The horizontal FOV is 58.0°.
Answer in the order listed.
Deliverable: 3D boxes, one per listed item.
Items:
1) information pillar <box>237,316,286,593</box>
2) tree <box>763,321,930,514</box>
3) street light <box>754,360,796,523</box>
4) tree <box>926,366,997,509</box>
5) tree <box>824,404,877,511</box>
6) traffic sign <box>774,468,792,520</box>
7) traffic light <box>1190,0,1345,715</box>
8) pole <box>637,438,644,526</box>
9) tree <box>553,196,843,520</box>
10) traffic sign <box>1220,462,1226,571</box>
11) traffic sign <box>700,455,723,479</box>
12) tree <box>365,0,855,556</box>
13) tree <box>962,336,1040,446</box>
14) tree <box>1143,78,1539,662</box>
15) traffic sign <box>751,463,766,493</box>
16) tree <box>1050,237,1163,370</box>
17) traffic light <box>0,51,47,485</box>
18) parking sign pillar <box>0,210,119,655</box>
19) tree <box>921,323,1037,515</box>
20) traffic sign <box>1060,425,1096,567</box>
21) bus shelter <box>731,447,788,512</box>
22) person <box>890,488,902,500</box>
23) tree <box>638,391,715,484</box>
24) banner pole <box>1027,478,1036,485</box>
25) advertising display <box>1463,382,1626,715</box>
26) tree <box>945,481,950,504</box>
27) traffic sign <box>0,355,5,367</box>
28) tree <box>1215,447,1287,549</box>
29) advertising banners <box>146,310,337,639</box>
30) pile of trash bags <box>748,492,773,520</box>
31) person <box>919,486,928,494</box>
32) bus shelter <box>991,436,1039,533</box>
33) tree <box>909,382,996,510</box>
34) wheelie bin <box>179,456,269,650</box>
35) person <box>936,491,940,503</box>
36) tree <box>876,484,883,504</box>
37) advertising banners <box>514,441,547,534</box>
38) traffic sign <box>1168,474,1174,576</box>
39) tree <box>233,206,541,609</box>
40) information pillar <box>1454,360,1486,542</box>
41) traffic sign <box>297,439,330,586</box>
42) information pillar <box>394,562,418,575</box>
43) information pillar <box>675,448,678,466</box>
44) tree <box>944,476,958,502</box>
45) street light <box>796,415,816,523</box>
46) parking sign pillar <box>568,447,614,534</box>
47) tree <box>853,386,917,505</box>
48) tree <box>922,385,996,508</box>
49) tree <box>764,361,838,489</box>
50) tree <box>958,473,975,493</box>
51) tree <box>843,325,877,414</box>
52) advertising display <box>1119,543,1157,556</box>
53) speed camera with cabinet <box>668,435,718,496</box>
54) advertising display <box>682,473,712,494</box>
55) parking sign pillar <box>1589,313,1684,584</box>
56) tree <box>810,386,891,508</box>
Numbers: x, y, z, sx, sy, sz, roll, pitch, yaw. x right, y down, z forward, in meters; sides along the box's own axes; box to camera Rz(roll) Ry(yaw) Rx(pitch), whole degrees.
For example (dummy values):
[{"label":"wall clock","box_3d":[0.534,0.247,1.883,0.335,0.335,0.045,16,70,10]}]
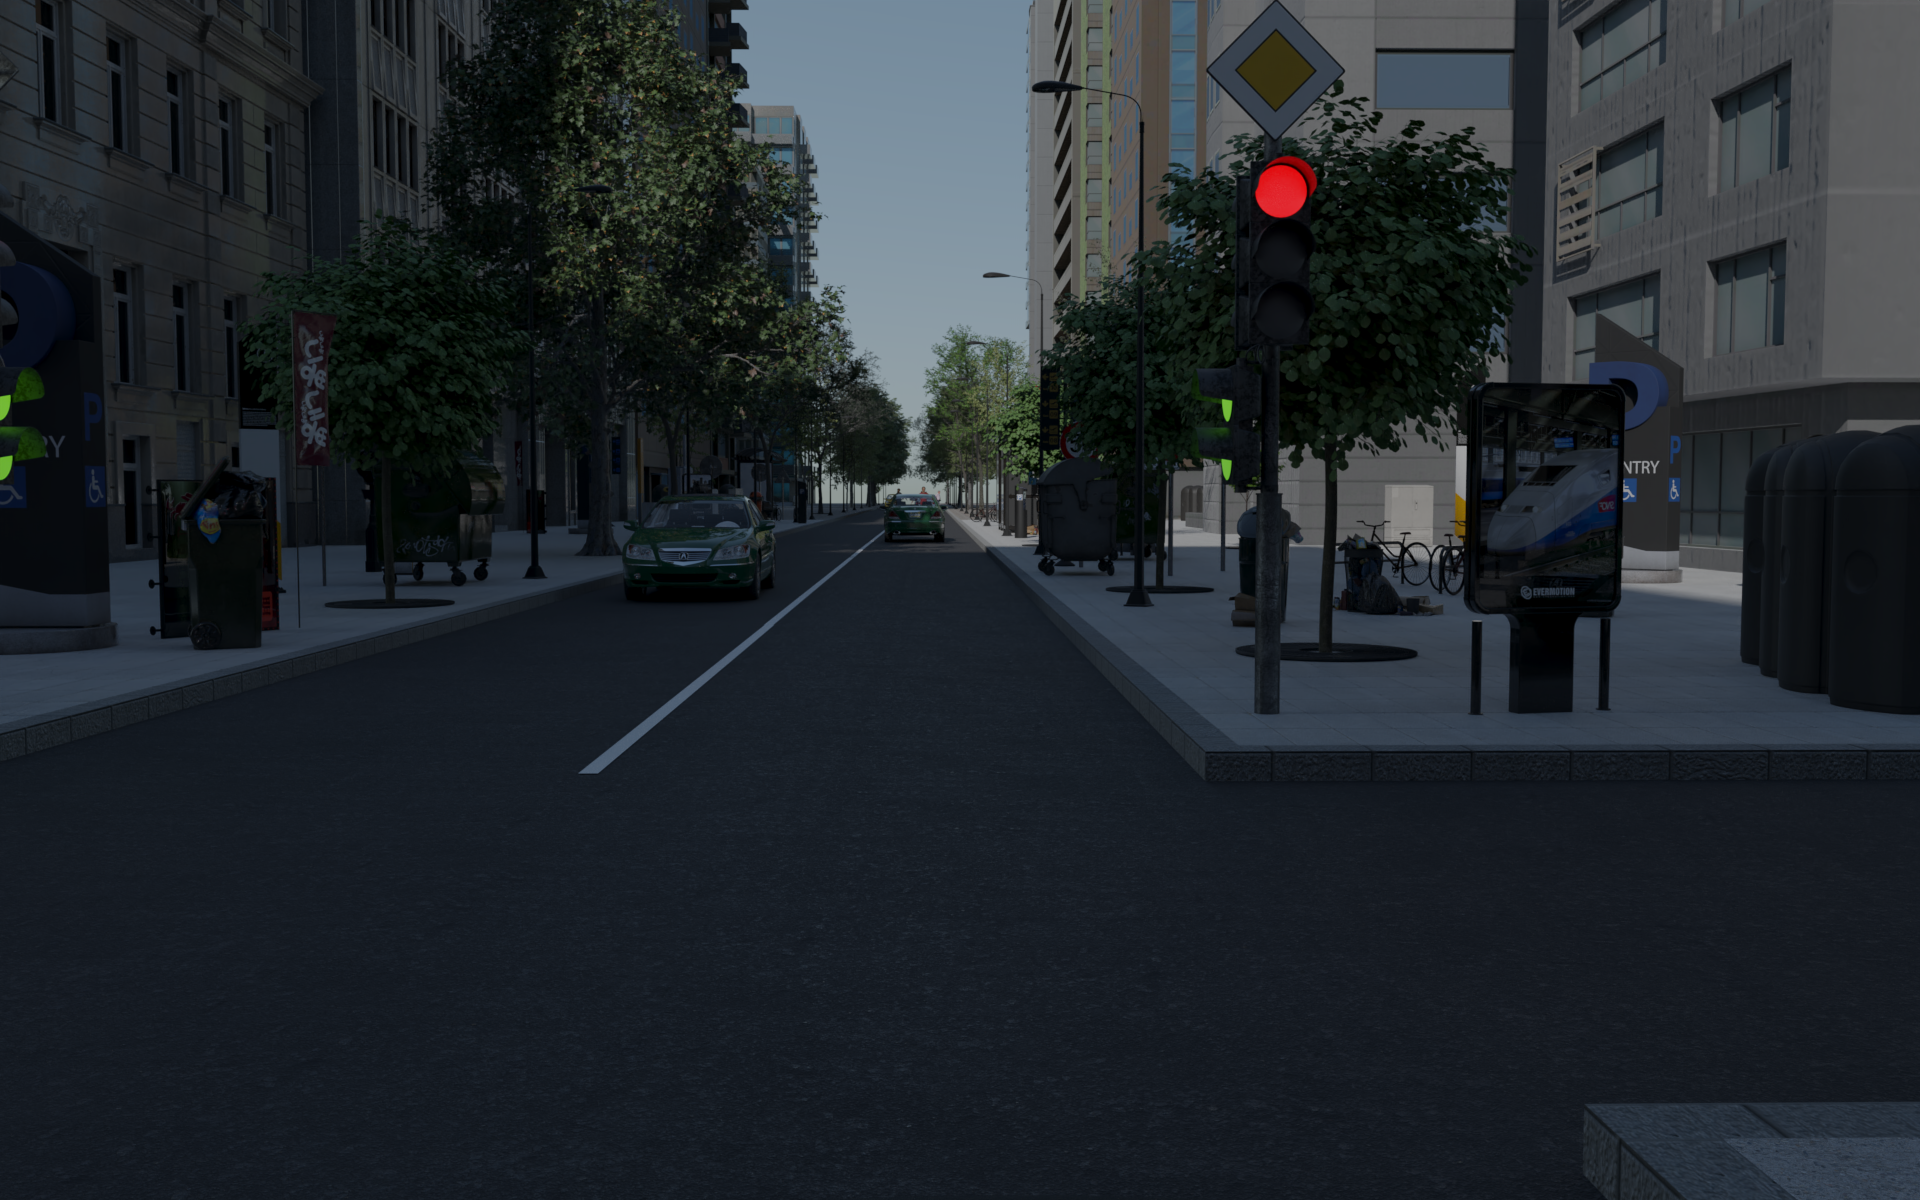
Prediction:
[{"label":"information pillar","box_3d":[-8.974,-1.888,22.219,0.504,3.616,0.183,-3,4,-39]},{"label":"tree","box_3d":[-9.086,-12.312,111.669,12.009,13.543,11.850,0,3,0]},{"label":"street light","box_3d":[-6.541,-5.339,59.838,1.470,5.913,1.316,0,4,-1]},{"label":"tree","box_3d":[0.443,-14.283,151.658,7.486,12.596,7.792,0,3,0]},{"label":"tree","box_3d":[-8.372,-10.952,129.434,4.360,8.622,3.978,0,3,0]},{"label":"traffic sign","box_3d":[-8.737,-5.226,85.443,0.884,2.594,0.081,0,4,6]},{"label":"traffic light","box_3d":[1.779,-1.291,10.028,0.839,4.253,0.868,0,4,-1]},{"label":"pole","box_3d":[-11.656,-4.244,63.235,0.158,3.312,0.155,0,3,0]},{"label":"tree","box_3d":[-8.079,-7.037,49.470,8.767,10.594,7.601,0,3,0]},{"label":"traffic sign","box_3d":[4.377,-1.753,28.760,0.768,2.556,0.104,0,4,3]},{"label":"traffic sign","box_3d":[-8.206,-3.485,57.082,0.768,2.556,0.104,0,4,4]},{"label":"tree","box_3d":[-7.457,-7.274,35.936,9.611,12.733,9.660,0,3,0]},{"label":"tree","box_3d":[2.313,-8.032,81.680,4.737,8.622,4.395,0,3,0]},{"label":"tree","box_3d":[2.867,-1.835,13.722,4.285,4.588,4.351,0,3,0]},{"label":"traffic sign","box_3d":[-8.304,-4.389,71.860,0.768,2.556,0.104,1,4,9]},{"label":"tree","box_3d":[4.628,-5.998,48.434,4.360,8.622,3.978,0,3,0]},{"label":"traffic light","box_3d":[-5.731,-1.282,9.880,0.839,4.253,0.868,0,4,-1]},{"label":"parking sign pillar","box_3d":[-7.832,-1.583,14.348,1.447,3.967,1.447,0,4,-1]},{"label":"tree","box_3d":[1.189,-11.043,106.314,9.928,11.665,9.643,0,3,0]},{"label":"traffic sign","box_3d":[2.119,-1.842,30.224,0.768,2.556,0.104,0,4,5]},{"label":"bus shelter","box_3d":[-8.897,-5.095,77.230,2.014,3.302,5.546,0,4,-1]},{"label":"person","box_3d":[-4.578,-7.419,129.427,1.348,1.869,0.705,0,4,6]},{"label":"tree","box_3d":[-12.373,-7.684,75.995,4.737,8.622,4.395,0,3,0]},{"label":"banner pole","box_3d":[2.602,-4.038,56.033,0.863,3.779,0.401,-1,4,-13]},{"label":"advertising display","box_3d":[3.417,-0.301,10.135,0.974,1.923,0.123,-1,4,-14]},{"label":"tree","box_3d":[-1.643,-19.003,221.074,12.009,13.543,11.850,0,3,0]},{"label":"traffic sign","box_3d":[-7.764,-0.816,13.444,0.768,2.556,0.104,0,4,3]},{"label":"tree","box_3d":[6.713,-2.797,40.340,1.663,3.219,1.824,0,3,0]},{"label":"advertising banners","box_3d":[-6.583,-1.215,16.051,0.090,3.025,2.074,2,4,30]},{"label":"pile of trash bags","box_3d":[-7.712,-3.242,62.766,1.912,1.369,3.447,-1,4,-21]},{"label":"person","box_3d":[-1.890,-4.997,90.144,1.348,1.831,0.705,0,4,-4]},{"label":"bus shelter","box_3d":[2.208,-5.091,60.876,2.179,5.291,8.768,0,4,-1]},{"label":"tree","box_3d":[0.479,-12.416,137.410,8.767,10.594,7.601,-1,4,-19]},{"label":"wheelie bin","box_3d":[-6.168,-0.406,14.549,0.693,1.594,0.980,-2,4,-26]},{"label":"person","box_3d":[-1.693,-7.801,136.984,0.436,1.711,0.756,3,5,39]},{"label":"tree","box_3d":[-11.226,-14.346,229.153,1.663,3.219,1.824,0,3,0]},{"label":"advertising banners","box_3d":[-13.959,-3.673,56.239,0.090,3.025,2.074,-3,5,-41]},{"label":"traffic sign","box_3d":[3.298,-1.650,27.083,0.768,2.556,0.104,0,4,7]},{"label":"tree","box_3d":[-6.526,-2.217,19.955,4.285,4.588,4.351,0,3,0]},{"label":"information pillar","box_3d":[8.816,-2.357,29.891,0.504,3.616,0.183,1,4,11]},{"label":"traffic sign","box_3d":[-8.854,-1.400,24.068,0.795,2.450,0.064,0,4,7]},{"label":"information pillar","box_3d":[-8.791,-1.404,27.451,0.304,2.012,0.304,0,4,0]},{"label":"information pillar","box_3d":[-13.890,-5.715,84.802,0.183,3.616,0.504,-1,4,-17]},{"label":"tree","box_3d":[-1.338,-17.396,234.781,4.360,8.622,3.978,0,3,0]},{"label":"street light","box_3d":[-6.788,-6.416,77.448,1.470,5.913,1.316,0,4,-1]},{"label":"parking sign pillar","box_3d":[-11.915,-4.119,55.814,1.447,3.967,1.447,1,4,9]},{"label":"tree","box_3d":[-10.318,-18.570,210.267,9.857,13.997,8.962,0,3,0]},{"label":"tree","box_3d":[0.120,-15.373,168.354,9.611,12.733,9.660,0,3,0]},{"label":"tree","box_3d":[-8.349,-8.663,92.002,4.737,8.622,4.395,0,3,0]},{"label":"tree","box_3d":[0.767,-10.024,158.492,1.663,3.219,1.824,0,3,0]},{"label":"tree","box_3d":[-7.176,-8.050,66.030,8.767,10.594,7.601,0,4,7]},{"label":"advertising display","box_3d":[3.741,-1.893,36.161,0.974,1.923,0.123,-2,4,-25]},{"label":"speed camera with cabinet","box_3d":[-9.036,-3.936,58.681,0.660,3.252,2.038,2,4,29]},{"label":"advertising display","box_3d":[-8.220,-2.996,54.206,0.974,1.923,0.123,-2,4,-31]},{"label":"parking sign pillar","box_3d":[9.857,-2.257,25.381,1.447,3.967,1.447,-3,5,-42]},{"label":"tree","box_3d":[-10.021,-14.657,157.767,7.486,12.596,7.792,0,3,0]}]
